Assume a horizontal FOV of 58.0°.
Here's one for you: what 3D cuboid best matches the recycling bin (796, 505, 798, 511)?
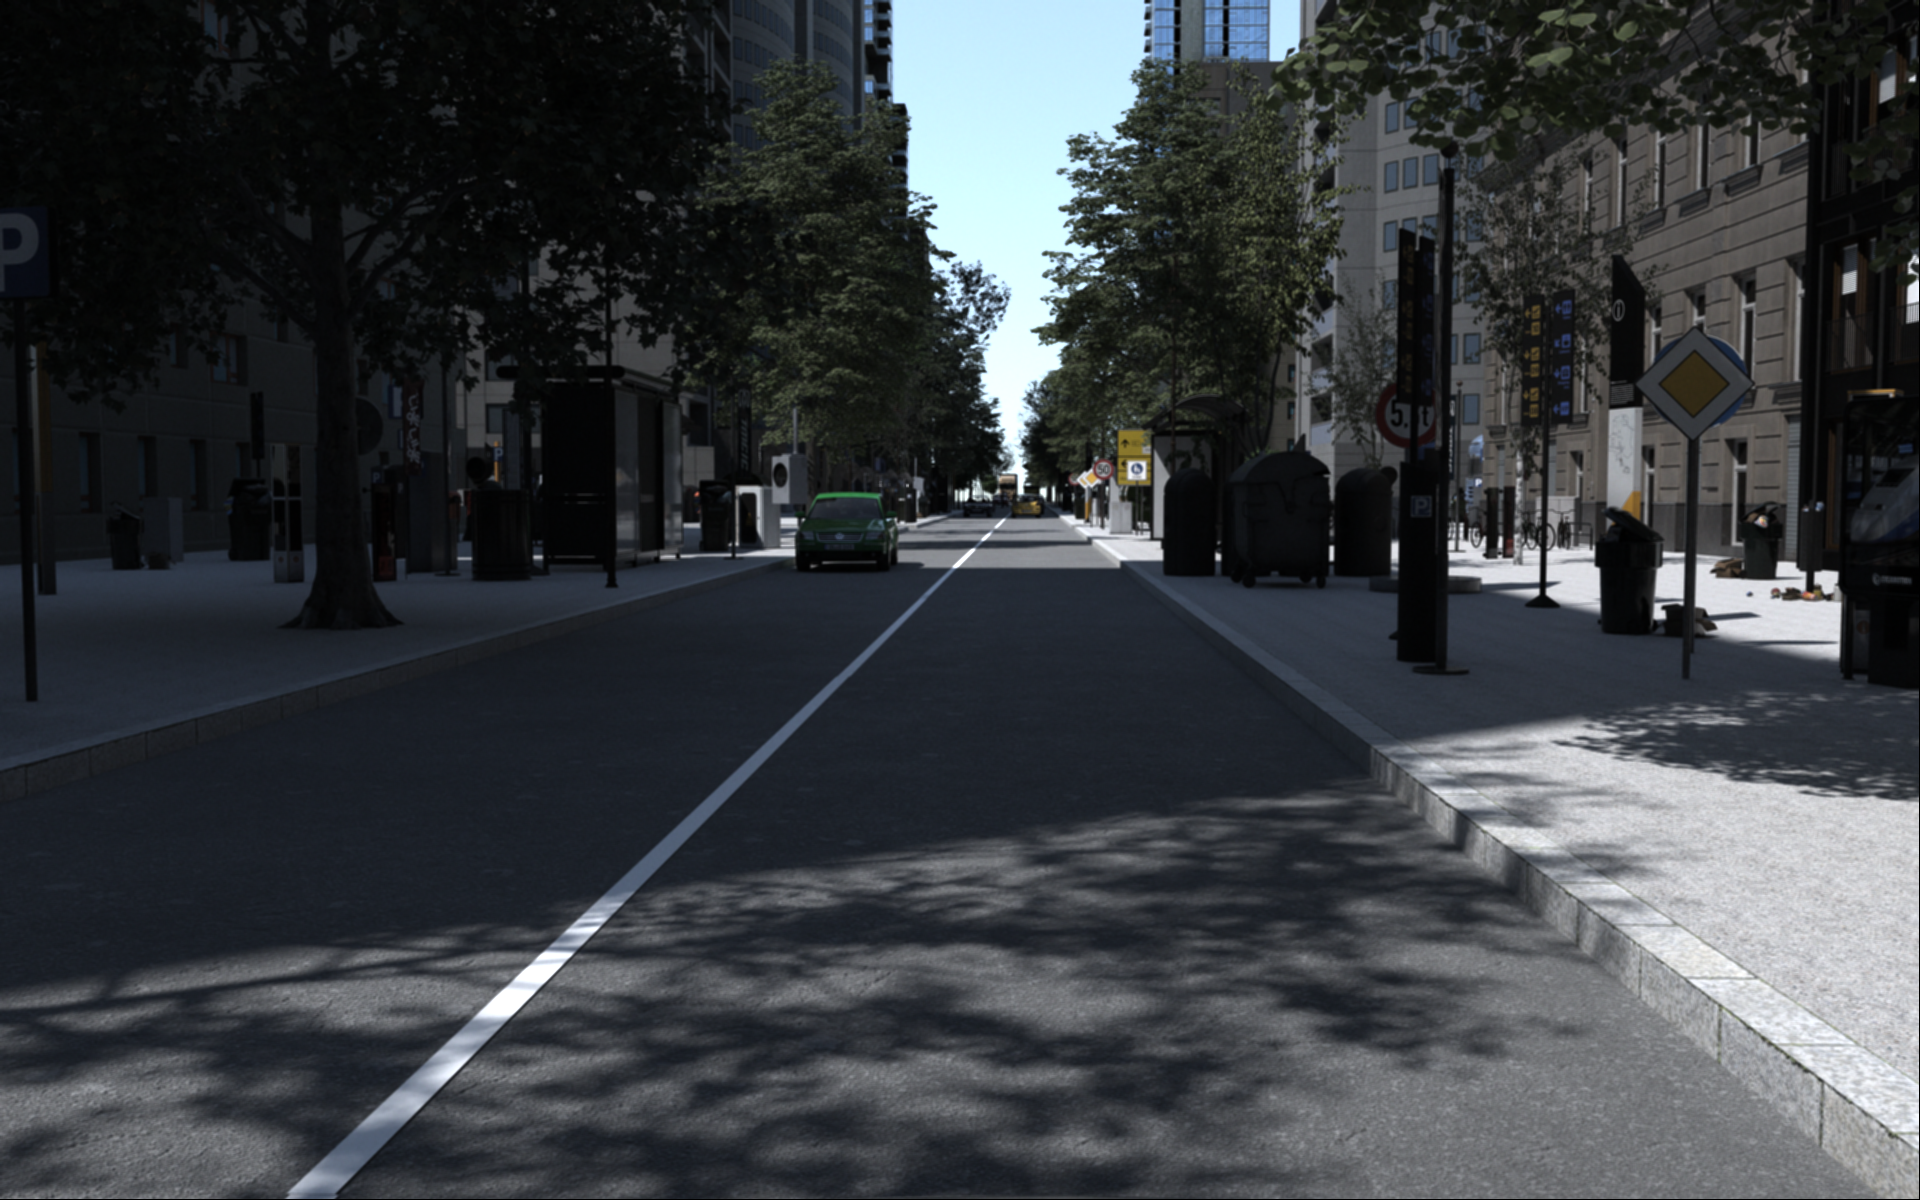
[{"bbox_3d":[-11.724,-7.096,128.566,0.722,1.027,0.722,-2,4,-26],"label":"recycling bin"}]

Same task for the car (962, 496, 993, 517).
[{"bbox_3d":[1.135,-5.870,108.554,1.945,1.354,3.894,0,4,3],"label":"car"}]

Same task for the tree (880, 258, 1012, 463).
[{"bbox_3d":[-2.975,-16.749,129.739,12.611,20.169,13.585,0,3,0],"label":"tree"}]

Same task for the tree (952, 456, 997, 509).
[{"bbox_3d":[-0.111,-9.872,145.118,4.285,4.588,4.351,0,3,0],"label":"tree"}]

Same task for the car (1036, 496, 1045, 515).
[{"bbox_3d":[5.059,-6.722,122.483,1.945,1.354,3.894,0,4,1],"label":"car"}]

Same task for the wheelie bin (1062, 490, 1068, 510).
[{"bbox_3d":[8.430,-7.823,135.808,0.980,1.594,0.693,3,5,42],"label":"wheelie bin"}]

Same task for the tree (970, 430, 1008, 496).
[{"bbox_3d":[2.630,-17.875,226.666,7.601,10.594,8.767,-1,4,-15],"label":"tree"}]

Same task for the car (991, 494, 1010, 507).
[{"bbox_3d":[4.662,-11.512,197.254,2.155,1.783,4.494,0,4,3],"label":"car"}]

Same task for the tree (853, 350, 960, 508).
[{"bbox_3d":[-2.970,-8.226,84.858,4.360,8.622,3.978,0,3,0],"label":"tree"}]

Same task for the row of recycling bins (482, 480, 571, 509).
[{"bbox_3d":[-12.389,-2.670,50.769,3.534,1.692,1.069,0,4,-3],"label":"row of recycling bins"}]

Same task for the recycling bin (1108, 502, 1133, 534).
[{"bbox_3d":[5.148,-2.633,55.596,0.722,1.027,0.722,0,4,1],"label":"recycling bin"}]

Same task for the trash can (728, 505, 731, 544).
[{"bbox_3d":[-5.933,-1.883,42.436,0.748,1.137,0.748,0,3,0],"label":"trash can"}]

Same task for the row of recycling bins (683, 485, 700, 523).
[{"bbox_3d":[-12.457,-4.262,76.800,1.069,1.692,3.534,1,4,11],"label":"row of recycling bins"}]

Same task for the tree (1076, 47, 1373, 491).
[{"bbox_3d":[4.896,-4.807,28.961,4.737,8.622,4.395,0,3,0],"label":"tree"}]

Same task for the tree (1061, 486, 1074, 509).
[{"bbox_3d":[10.132,-9.625,151.967,1.663,3.219,1.824,0,3,0],"label":"tree"}]

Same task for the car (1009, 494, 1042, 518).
[{"bbox_3d":[3.935,-5.703,103.463,2.015,1.641,3.980,0,4,1],"label":"car"}]

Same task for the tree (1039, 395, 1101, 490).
[{"bbox_3d":[7.534,-9.849,111.397,4.360,8.622,3.978,0,3,0],"label":"tree"}]

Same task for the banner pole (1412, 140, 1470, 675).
[{"bbox_3d":[3.376,-1.353,12.139,0.401,3.779,0.863,1,4,21],"label":"banner pole"}]

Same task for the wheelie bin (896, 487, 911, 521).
[{"bbox_3d":[-2.596,-4.550,82.297,0.980,1.594,0.693,2,4,32],"label":"wheelie bin"}]

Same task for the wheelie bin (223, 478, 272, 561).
[{"bbox_3d":[-13.669,-1.562,33.442,0.693,1.594,0.980,3,4,38],"label":"wheelie bin"}]

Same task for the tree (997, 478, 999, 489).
[{"bbox_3d":[4.349,-16.630,255.605,4.285,4.588,4.351,0,3,0],"label":"tree"}]

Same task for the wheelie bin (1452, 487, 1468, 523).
[{"bbox_3d":[22.466,-4.265,77.645,0.693,1.594,0.980,2,4,27],"label":"wheelie bin"}]

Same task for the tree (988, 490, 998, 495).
[{"bbox_3d":[5.265,-17.178,275.459,1.663,3.219,1.824,0,3,0],"label":"tree"}]

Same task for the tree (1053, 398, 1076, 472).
[{"bbox_3d":[9.031,-11.060,131.197,4.737,8.622,4.395,0,3,0],"label":"tree"}]

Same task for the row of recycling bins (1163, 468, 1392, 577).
[{"bbox_3d":[4.978,-1.228,27.193,3.534,1.692,1.069,0,4,3],"label":"row of recycling bins"}]

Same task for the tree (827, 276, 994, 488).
[{"bbox_3d":[-2.838,-11.869,100.720,9.857,13.997,8.962,0,3,0],"label":"tree"}]

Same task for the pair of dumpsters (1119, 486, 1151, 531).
[{"bbox_3d":[6.551,-3.607,61.469,1.574,2.255,4.437,0,4,2],"label":"pair of dumpsters"}]

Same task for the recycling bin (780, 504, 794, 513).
[{"bbox_3d":[-11.951,-6.527,119.275,0.722,1.027,0.722,3,5,39],"label":"recycling bin"}]

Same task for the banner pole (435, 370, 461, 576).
[{"bbox_3d":[-8.102,-2.286,27.391,0.401,3.779,0.863,-1,4,-8],"label":"banner pole"}]

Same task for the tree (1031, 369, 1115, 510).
[{"bbox_3d":[8.756,-13.136,140.521,9.928,11.665,9.643,0,3,0],"label":"tree"}]

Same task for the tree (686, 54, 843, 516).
[{"bbox_3d":[-3.975,-7.815,45.898,7.486,12.596,7.792,0,3,0],"label":"tree"}]

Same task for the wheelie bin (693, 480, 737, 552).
[{"bbox_3d":[-5.478,-1.892,38.841,0.980,1.594,0.693,-1,4,-13],"label":"wheelie bin"}]

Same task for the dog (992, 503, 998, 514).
[{"bbox_3d":[2.247,-6.459,122.443,0.513,0.831,0.800,-2,4,-30],"label":"dog"}]

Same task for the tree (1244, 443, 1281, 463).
[{"bbox_3d":[19.222,-7.625,108.374,4.285,4.588,4.351,0,3,0],"label":"tree"}]

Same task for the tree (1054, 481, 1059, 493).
[{"bbox_3d":[12.691,-13.784,219.977,1.663,3.219,1.824,0,3,0],"label":"tree"}]

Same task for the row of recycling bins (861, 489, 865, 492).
[{"bbox_3d":[-6.545,-8.316,143.084,3.534,1.692,1.069,-1,4,-20],"label":"row of recycling bins"}]

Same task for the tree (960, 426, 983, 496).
[{"bbox_3d":[-0.872,-12.540,155.399,4.360,8.622,3.978,0,3,0],"label":"tree"}]

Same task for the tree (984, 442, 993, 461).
[{"bbox_3d":[2.039,-15.546,204.544,4.360,8.622,3.978,0,3,0],"label":"tree"}]

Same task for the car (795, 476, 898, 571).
[{"bbox_3d":[-2.164,-1.522,33.689,1.959,1.807,4.718,0,4,1],"label":"car"}]

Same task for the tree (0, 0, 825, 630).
[{"bbox_3d":[-6.108,-6.081,16.429,9.611,12.733,9.660,0,3,0],"label":"tree"}]

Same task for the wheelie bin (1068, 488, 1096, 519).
[{"bbox_3d":[6.227,-4.905,88.110,0.980,1.594,0.693,1,4,22],"label":"wheelie bin"}]

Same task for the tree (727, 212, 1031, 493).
[{"bbox_3d":[-4.520,-8.294,61.360,9.928,11.665,9.643,0,3,0],"label":"tree"}]

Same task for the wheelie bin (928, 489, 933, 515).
[{"bbox_3d":[-2.137,-6.014,106.243,0.980,1.594,0.693,1,4,11],"label":"wheelie bin"}]

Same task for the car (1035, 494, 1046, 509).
[{"bbox_3d":[7.409,-9.578,168.599,2.014,1.417,4.499,0,4,2],"label":"car"}]

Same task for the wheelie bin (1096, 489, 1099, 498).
[{"bbox_3d":[9.301,-6.641,116.483,0.693,1.594,0.980,1,4,16],"label":"wheelie bin"}]

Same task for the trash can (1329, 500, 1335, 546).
[{"bbox_3d":[9.135,-1.935,43.293,0.748,1.137,0.748,0,3,0],"label":"trash can"}]

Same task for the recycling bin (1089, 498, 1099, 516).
[{"bbox_3d":[7.899,-5.532,103.006,0.722,1.027,0.722,2,4,23],"label":"recycling bin"}]

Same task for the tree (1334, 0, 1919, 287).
[{"bbox_3d":[3.709,-5.375,6.014,7.486,12.596,7.792,0,3,0],"label":"tree"}]

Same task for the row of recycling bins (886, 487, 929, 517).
[{"bbox_3d":[-3.301,-5.473,96.596,3.534,1.692,1.069,-3,4,-37],"label":"row of recycling bins"}]
